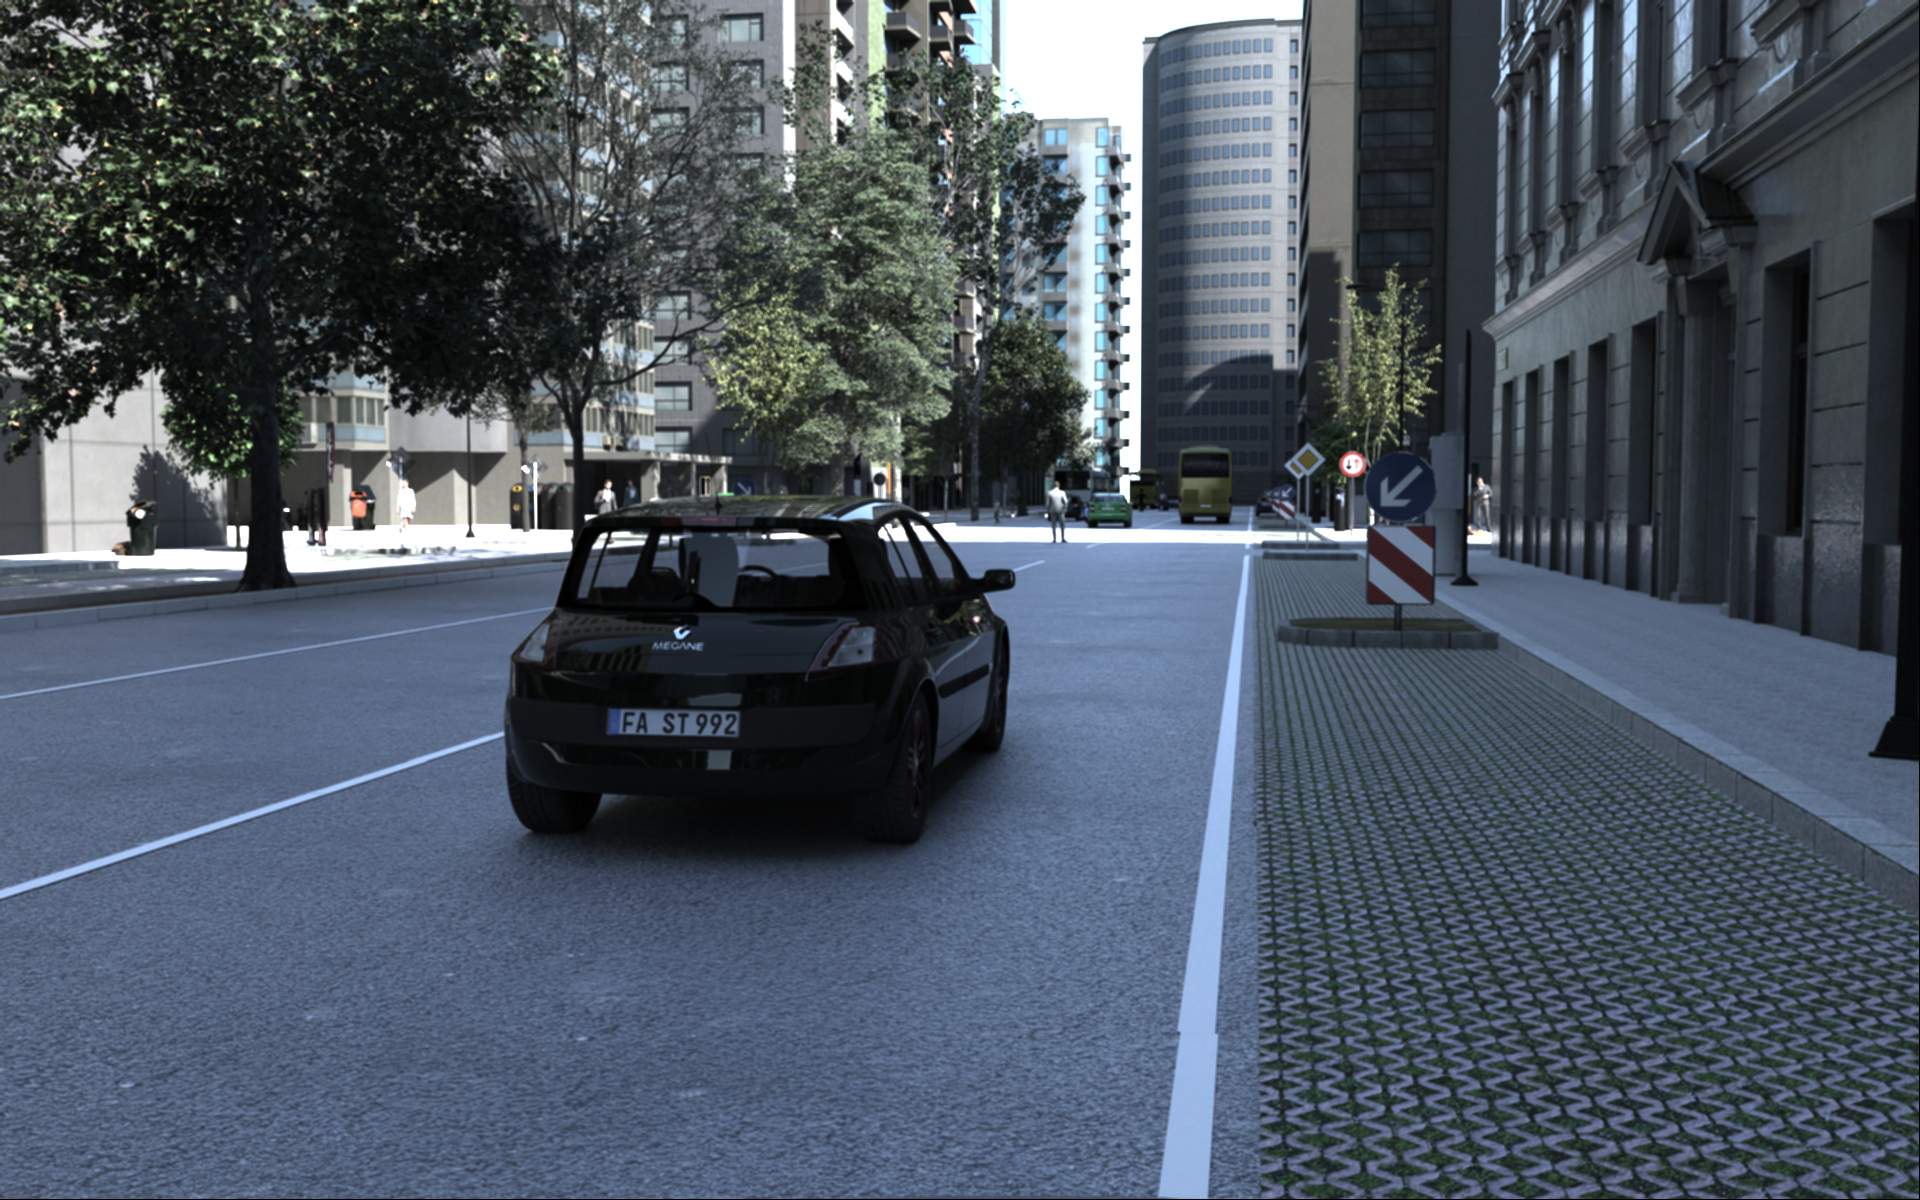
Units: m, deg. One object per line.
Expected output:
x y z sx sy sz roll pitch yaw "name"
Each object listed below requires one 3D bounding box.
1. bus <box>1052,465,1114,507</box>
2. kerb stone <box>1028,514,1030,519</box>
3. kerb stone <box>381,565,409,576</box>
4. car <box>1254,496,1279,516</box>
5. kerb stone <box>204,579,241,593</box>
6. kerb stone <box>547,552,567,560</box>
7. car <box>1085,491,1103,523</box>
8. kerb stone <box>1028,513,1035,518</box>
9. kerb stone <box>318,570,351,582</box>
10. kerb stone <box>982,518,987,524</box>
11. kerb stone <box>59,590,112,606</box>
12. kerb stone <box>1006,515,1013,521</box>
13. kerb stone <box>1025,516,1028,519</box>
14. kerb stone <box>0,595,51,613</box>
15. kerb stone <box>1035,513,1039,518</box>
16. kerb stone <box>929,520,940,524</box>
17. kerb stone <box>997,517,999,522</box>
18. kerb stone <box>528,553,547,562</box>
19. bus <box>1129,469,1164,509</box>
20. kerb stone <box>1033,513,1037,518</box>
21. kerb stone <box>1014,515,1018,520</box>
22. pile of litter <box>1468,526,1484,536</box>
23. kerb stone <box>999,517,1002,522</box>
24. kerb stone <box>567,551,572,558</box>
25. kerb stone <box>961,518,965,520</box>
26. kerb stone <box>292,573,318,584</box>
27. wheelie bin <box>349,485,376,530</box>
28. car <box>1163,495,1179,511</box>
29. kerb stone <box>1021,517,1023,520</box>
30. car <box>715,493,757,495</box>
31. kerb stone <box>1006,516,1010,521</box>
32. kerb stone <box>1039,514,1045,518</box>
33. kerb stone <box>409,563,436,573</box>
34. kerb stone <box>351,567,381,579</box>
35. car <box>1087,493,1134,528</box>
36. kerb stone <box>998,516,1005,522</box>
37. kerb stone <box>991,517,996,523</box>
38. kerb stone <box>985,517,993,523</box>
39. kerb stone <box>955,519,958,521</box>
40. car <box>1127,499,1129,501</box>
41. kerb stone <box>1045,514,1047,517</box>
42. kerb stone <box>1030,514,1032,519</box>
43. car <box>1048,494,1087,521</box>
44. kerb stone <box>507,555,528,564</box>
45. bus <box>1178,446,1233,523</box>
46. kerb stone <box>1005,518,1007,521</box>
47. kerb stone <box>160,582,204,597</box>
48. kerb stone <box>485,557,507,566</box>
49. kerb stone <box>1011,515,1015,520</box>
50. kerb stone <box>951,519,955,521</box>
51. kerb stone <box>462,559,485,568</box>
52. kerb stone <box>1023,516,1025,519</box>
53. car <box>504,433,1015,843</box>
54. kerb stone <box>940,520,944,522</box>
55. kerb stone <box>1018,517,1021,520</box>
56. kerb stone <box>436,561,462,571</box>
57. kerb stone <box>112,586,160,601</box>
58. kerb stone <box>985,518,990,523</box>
8.335 -7.434 116.403 2.948 3.499 13.247 1 4 10 "bus"
3.749 -4.726 99.462 0.120 0.150 1.000 1 4 10 "kerb stone"
-10.049 -0.510 30.538 0.120 0.150 1.000 1 4 10 "kerb stone"
19.945 -6.064 111.734 1.945 1.354 3.894 1 4 10 "car"
-10.902 -0.202 25.494 0.120 0.150 1.000 1 4 10 "kerb stone"
-8.849 -0.942 37.592 0.120 0.150 1.000 1 4 10 "kerb stone"
7.283 -4.728 86.898 1.945 1.707 3.694 1 4 11 "car"
4.098 -4.849 101.480 0.120 0.150 1.000 1 4 10 "kerb stone"
-10.389 -0.382 28.519 0.120 0.150 1.000 1 4 10 "kerb stone"
1.019 -3.737 83.299 0.120 0.150 1.000 1 4 10 "kerb stone"
-11.412 -0.016 22.455 0.120 0.150 1.000 1 4 10 "kerb stone"
2.564 -4.294 92.395 0.120 0.150 1.000 1 4 10 "kerb stone"
3.583 -4.662 98.451 0.120 0.150 1.000 1 4 10 "kerb stone"
-11.590 0.046 21.447 0.120 0.150 1.000 1 4 10 "kerb stone"
4.441 -4.973 103.509 0.120 0.150 1.000 1 4 10 "kerb stone"
-1.222 -3.695 82.637 0.120 0.150 1.000 1 4 10 "kerb stone"
1.697 -3.984 87.333 0.120 0.150 1.000 1 4 10 "kerb stone"
-9.027 -0.878 36.586 0.120 0.150 1.000 1 4 10 "kerb stone"
18.032 -10.795 168.043 2.896 3.916 12.252 1 4 9 "bus"
4.265 -4.911 102.494 0.120 0.150 1.000 1 4 10 "kerb stone"
2.907 -4.415 94.413 0.120 0.150 1.000 1 4 10 "kerb stone"
15.716 -2.440 53.857 1.176 0.858 1.719 1 4 21 "pile of litter"
1.872 -4.046 88.347 0.120 0.150 1.000 1 4 10 "kerb stone"
-8.681 -1.003 38.607 0.120 0.150 1.000 1 4 10 "kerb stone"
-0.027 -4.127 89.723 0.120 0.150 1.000 1 4 10 "kerb stone"
-10.554 -0.318 27.509 0.120 0.150 1.000 1 4 10 "kerb stone"
-21.168 -3.265 61.297 0.693 1.594 0.980 2 4 29 "wheelie bin"
18.493 -8.368 149.389 1.945 1.354 3.894 1 4 11 "car"
3.238 -4.539 96.435 0.120 0.150 1.000 1 4 10 "kerb stone"
-7.425 -2.931 56.721 1.959 1.807 4.718 1 4 9 "car"
2.392 -4.232 91.385 0.120 0.150 1.000 1 4 10 "kerb stone"
4.949 -5.152 106.536 0.120 0.150 1.000 1 4 10 "kerb stone"
-9.875 -0.572 31.545 0.120 0.150 1.000 1 4 10 "kerb stone"
-10.220 -0.448 29.526 0.120 0.150 1.000 1 4 10 "kerb stone"
6.512 -4.047 74.970 1.959 1.807 4.718 0 4 8 "car"
2.045 -4.108 89.354 0.120 0.150 1.000 1 4 10 "kerb stone"
1.524 -3.921 86.326 0.120 0.150 1.000 1 4 10 "kerb stone"
1.360 -3.861 85.315 0.120 0.150 1.000 1 4 10 "kerb stone"
-0.371 -4.001 87.699 0.120 0.150 1.000 1 4 10 "kerb stone"
11.383 -7.066 127.531 2.014 1.417 4.499 1 4 10 "car"
5.121 -5.216 107.550 0.120 0.150 1.000 1 4 10 "kerb stone"
3.925 -4.786 100.472 0.120 0.150 1.000 1 4 10 "kerb stone"
5.690 -5.035 92.106 2.009 1.686 4.222 1 4 10 "car"
-9.188 -0.816 35.577 0.120 0.150 1.000 1 4 10 "kerb stone"
12.405 -5.868 87.482 2.896 3.916 12.252 1 4 8 "bus"
2.214 -4.170 90.375 0.120 0.150 1.000 1 4 10 "kerb stone"
-11.074 -0.139 24.480 0.120 0.150 1.000 1 4 10 "kerb stone"
-9.364 -0.757 34.568 0.120 0.150 1.000 1 4 10 "kerb stone"
2.724 -4.350 93.408 0.120 0.150 1.000 1 4 10 "kerb stone"
-0.539 -3.945 86.690 0.120 0.150 1.000 1 4 10 "kerb stone"
-9.536 -0.695 33.561 0.120 0.150 1.000 1 4 10 "kerb stone"
3.417 -4.602 97.442 0.120 0.150 1.000 1 4 10 "kerb stone"
-0.788 0.072 8.602 2.009 1.686 4.222 1 4 9 "car"
-1.050 -3.758 83.644 0.120 0.150 1.000 1 4 10 "kerb stone"
3.073 -4.479 95.426 0.120 0.150 1.000 1 4 10 "kerb stone"
-9.700 -0.630 32.552 0.120 0.150 1.000 1 4 10 "kerb stone"
-11.247 -0.077 23.464 0.120 0.150 1.000 1 4 10 "kerb stone"
1.194 -3.798 84.306 0.120 0.150 1.000 1 4 10 "kerb stone"
